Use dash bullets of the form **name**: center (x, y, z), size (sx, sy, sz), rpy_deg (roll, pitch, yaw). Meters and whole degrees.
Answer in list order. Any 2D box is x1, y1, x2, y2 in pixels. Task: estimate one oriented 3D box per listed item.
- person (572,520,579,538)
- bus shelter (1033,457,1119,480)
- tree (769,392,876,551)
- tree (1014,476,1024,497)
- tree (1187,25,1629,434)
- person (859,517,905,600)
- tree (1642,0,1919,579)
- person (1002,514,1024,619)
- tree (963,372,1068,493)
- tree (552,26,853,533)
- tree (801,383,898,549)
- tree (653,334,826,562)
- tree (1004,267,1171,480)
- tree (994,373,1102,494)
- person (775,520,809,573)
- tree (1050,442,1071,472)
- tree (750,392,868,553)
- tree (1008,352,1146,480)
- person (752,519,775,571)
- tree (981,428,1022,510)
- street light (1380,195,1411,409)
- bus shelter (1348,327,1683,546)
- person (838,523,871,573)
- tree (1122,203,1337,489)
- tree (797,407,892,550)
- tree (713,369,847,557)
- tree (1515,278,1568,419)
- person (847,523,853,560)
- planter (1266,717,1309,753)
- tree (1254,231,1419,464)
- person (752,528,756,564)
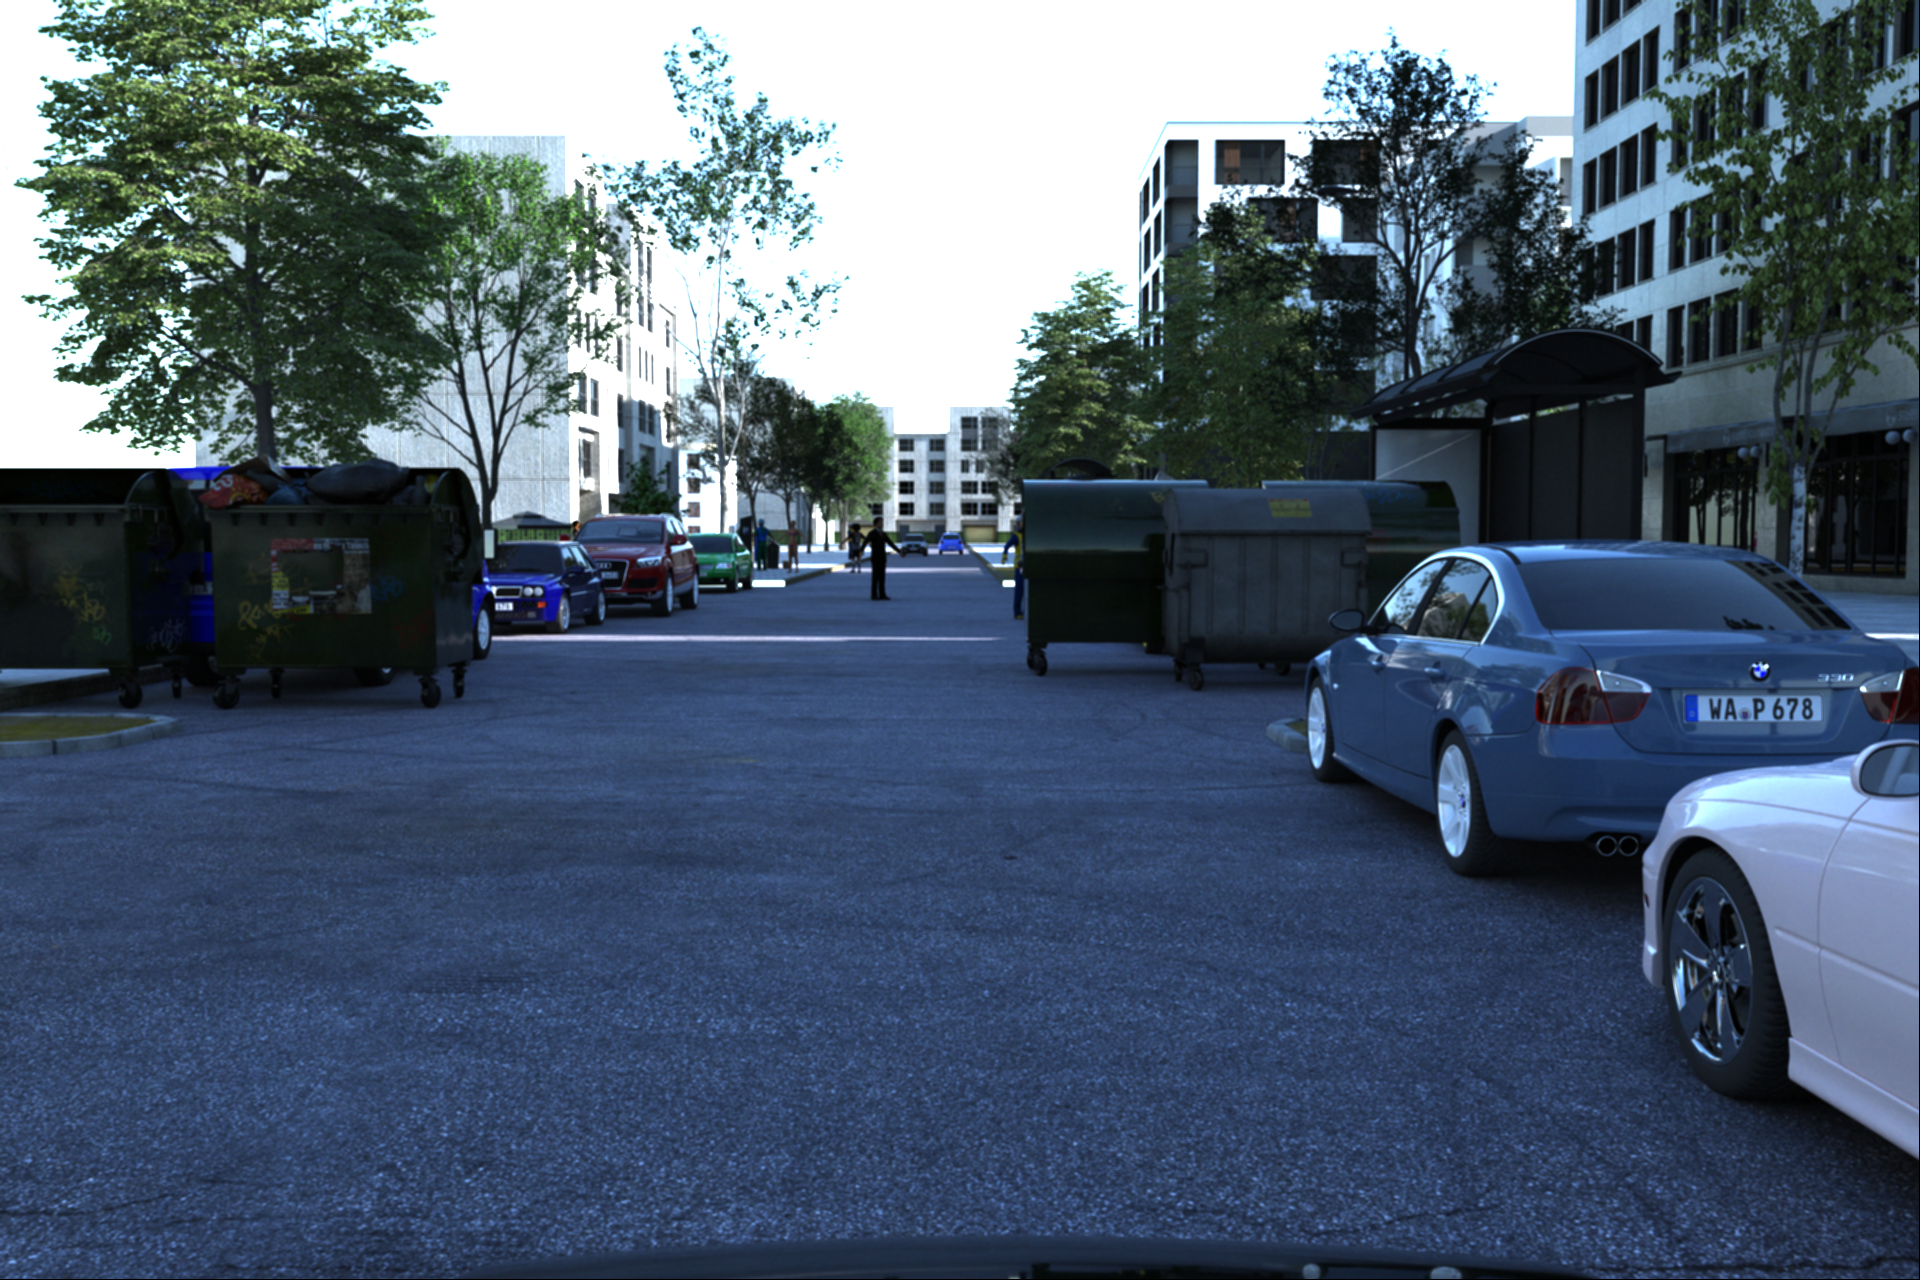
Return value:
- **person**: center (-14.977, -3.767, 67.737), size (0.704, 1.843, 1.345), rpy_deg (-1, 4, -18)
- **bus shelter**: center (3.144, -3.322, 48.233), size (2.014, 3.302, 5.546), rpy_deg (0, 4, -1)
- **tree**: center (-9.976, -12.354, 127.738), size (9.928, 11.665, 9.643), rpy_deg (0, 3, 0)
- **tree**: center (6.301, -10.247, 117.893), size (4.360, 8.622, 3.978), rpy_deg (0, 3, 0)
- **tree**: center (8.670, -5.943, 31.573), size (8.767, 10.594, 7.601), rpy_deg (-2, 4, -28)
- **person**: center (-1.746, -1.774, 37.642), size (0.705, 1.806, 1.347), rpy_deg (3, 5, 42)
- **tree**: center (9.559, -4.205, 19.116), size (4.737, 8.622, 4.395), rpy_deg (0, 3, 0)
- **person**: center (1.125, -1.240, 29.202), size (1.216, 1.772, 0.721), rpy_deg (-3, 5, -44)
- **tree**: center (5.288, -13.245, 126.926), size (12.009, 13.543, 11.850), rpy_deg (0, 3, 0)
- **tree**: center (-10.342, -12.955, 67.697), size (12.611, 20.169, 13.585), rpy_deg (0, 3, 0)
- **tree**: center (-9.875, -14.765, 148.070), size (9.857, 13.997, 8.962), rpy_deg (0, 3, 0)
- **tree**: center (-9.685, -8.942, 80.620), size (7.601, 10.594, 8.767), rpy_deg (3, 5, 40)
- **tree**: center (5.441, -9.535, 74.019), size (7.486, 12.596, 7.792), rpy_deg (0, 3, 0)
- **tree**: center (5.429, -9.941, 96.955), size (7.601, 10.594, 8.767), rpy_deg (-1, 4, -17)
- **person**: center (-5.544, -3.082, 57.189), size (1.217, 1.733, 0.721), rpy_deg (1, 4, 20)
- **tree**: center (5.577, -9.849, 111.393), size (4.360, 8.622, 3.978), rpy_deg (0, 3, 0)
- **tree**: center (-10.094, -11.007, 114.381), size (8.767, 10.594, 7.601), rpy_deg (0, 4, 4)
- **tree**: center (5.901, -9.334, 87.022), size (7.601, 10.594, 8.767), rpy_deg (0, 4, -1)
- **person**: center (-6.969, -3.329, 60.561), size (1.347, 1.817, 0.704), rpy_deg (-3, 5, -42)
- **tree**: center (5.498, -12.673, 141.612), size (7.601, 10.594, 8.767), rpy_deg (1, 4, 18)
- **street light**: center (6.531, -3.102, 23.256), size (1.470, 5.913, 1.316), rpy_deg (0, 4, 0)
- **bus shelter**: center (6.037, -1.578, 19.724), size (2.014, 3.302, 5.546), rpy_deg (0, 3, 0)
- **person**: center (-3.858, -3.393, 64.078), size (1.345, 1.843, 0.704), rpy_deg (-2, 4, -27)
- **tree**: center (9.504, -8.681, 60.061), size (7.486, 12.596, 7.792), rpy_deg (0, 3, 0)
- **tree**: center (-9.305, -12.937, 137.271), size (9.928, 11.665, 9.643), rpy_deg (0, 3, 0)
- **tree**: center (-9.795, -9.965, 97.340), size (7.601, 10.594, 8.767), rpy_deg (1, 4, 16)
- **tree**: center (23.111, -8.478, 64.373), size (9.928, 11.665, 9.643), rpy_deg (0, 3, 0)
- **person**: center (-5.427, -4.939, 86.717), size (0.705, 1.833, 1.349), rpy_deg (0, 4, 6)
- **planter**: center (3.167, 0.565, 11.902), size (1.991, 0.319, 1.994), rpy_deg (0, 4, 0)
- **tree**: center (8.695, -5.667, 43.021), size (4.360, 8.622, 3.978), rpy_deg (0, 3, 0)
- **person**: center (-8.419, -3.833, 68.937), size (0.705, 1.796, 1.348), rpy_deg (3, 5, 42)
